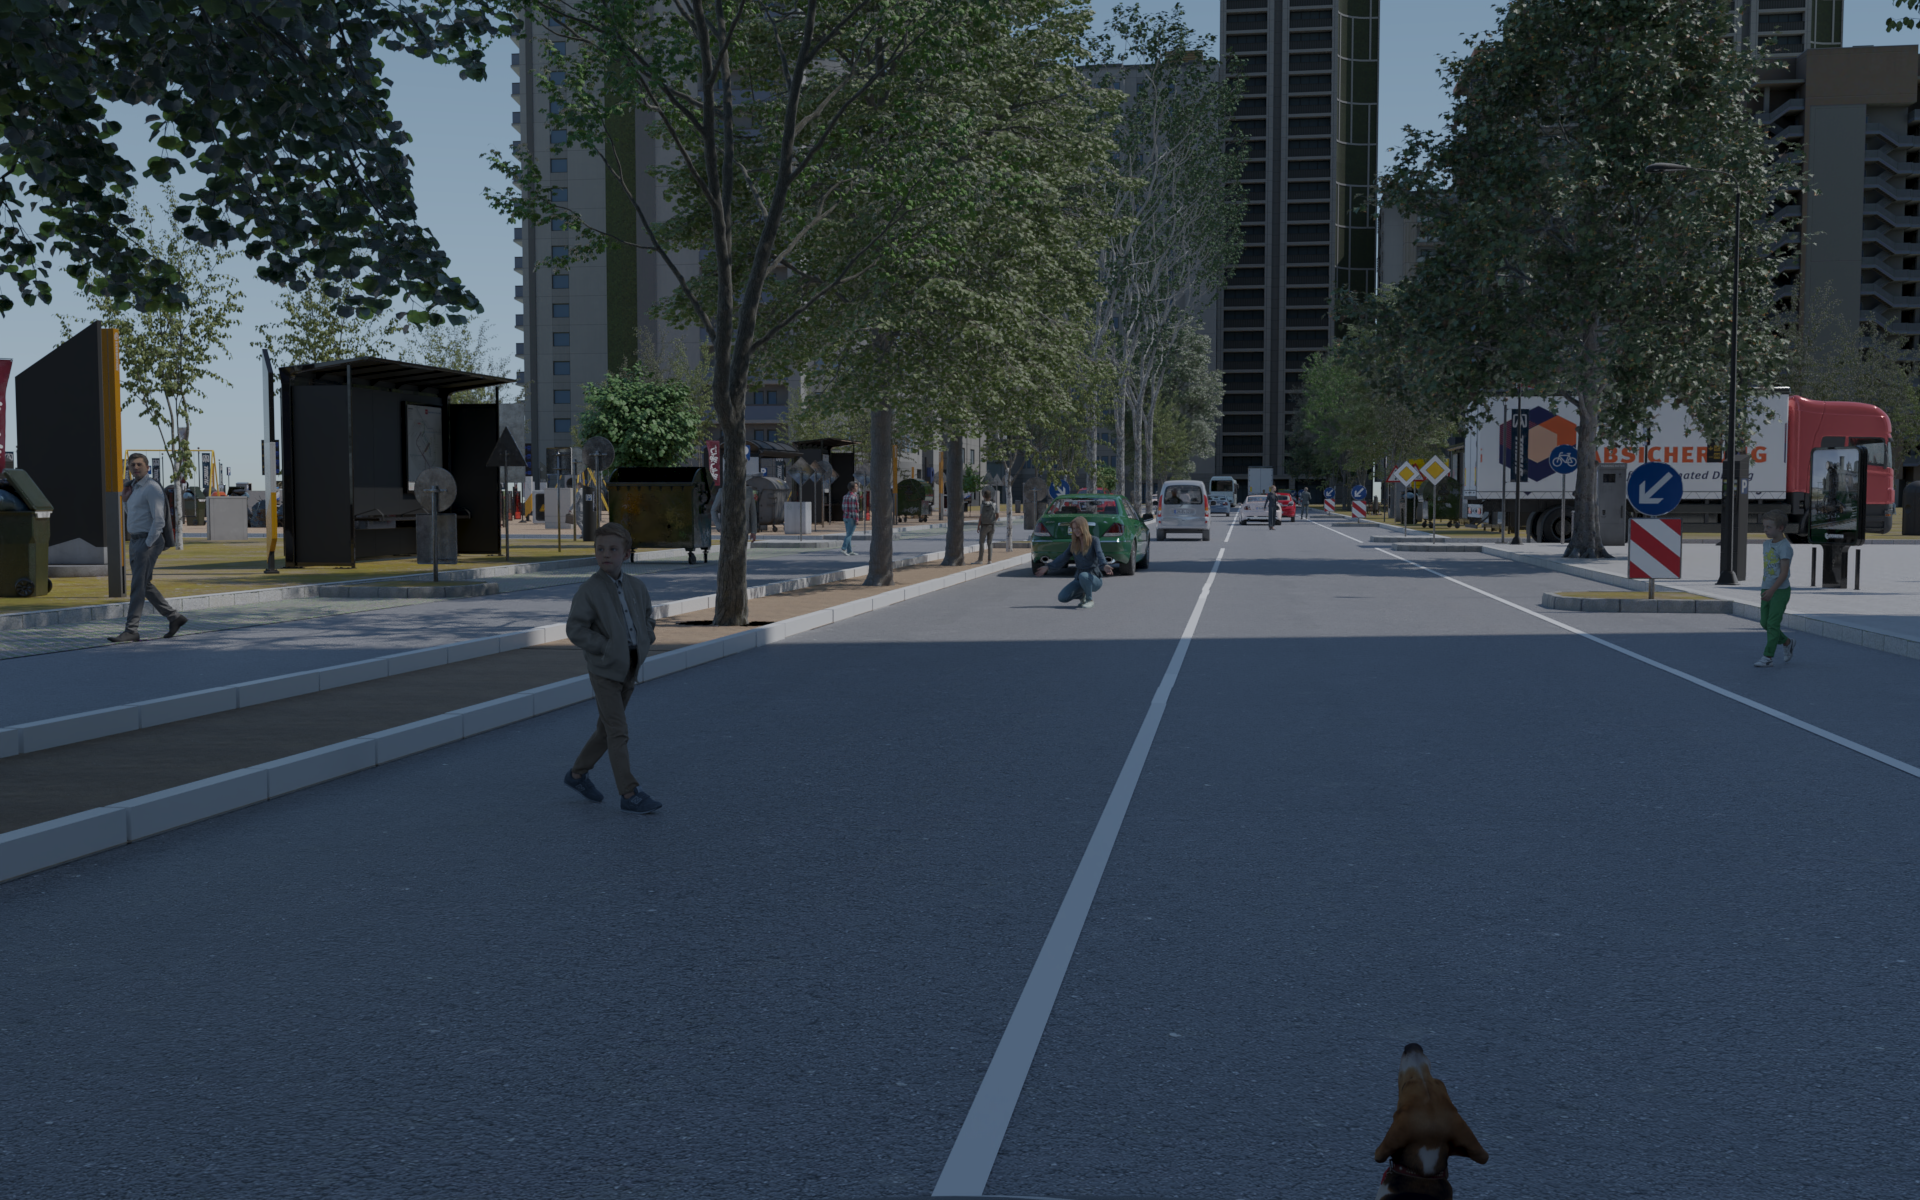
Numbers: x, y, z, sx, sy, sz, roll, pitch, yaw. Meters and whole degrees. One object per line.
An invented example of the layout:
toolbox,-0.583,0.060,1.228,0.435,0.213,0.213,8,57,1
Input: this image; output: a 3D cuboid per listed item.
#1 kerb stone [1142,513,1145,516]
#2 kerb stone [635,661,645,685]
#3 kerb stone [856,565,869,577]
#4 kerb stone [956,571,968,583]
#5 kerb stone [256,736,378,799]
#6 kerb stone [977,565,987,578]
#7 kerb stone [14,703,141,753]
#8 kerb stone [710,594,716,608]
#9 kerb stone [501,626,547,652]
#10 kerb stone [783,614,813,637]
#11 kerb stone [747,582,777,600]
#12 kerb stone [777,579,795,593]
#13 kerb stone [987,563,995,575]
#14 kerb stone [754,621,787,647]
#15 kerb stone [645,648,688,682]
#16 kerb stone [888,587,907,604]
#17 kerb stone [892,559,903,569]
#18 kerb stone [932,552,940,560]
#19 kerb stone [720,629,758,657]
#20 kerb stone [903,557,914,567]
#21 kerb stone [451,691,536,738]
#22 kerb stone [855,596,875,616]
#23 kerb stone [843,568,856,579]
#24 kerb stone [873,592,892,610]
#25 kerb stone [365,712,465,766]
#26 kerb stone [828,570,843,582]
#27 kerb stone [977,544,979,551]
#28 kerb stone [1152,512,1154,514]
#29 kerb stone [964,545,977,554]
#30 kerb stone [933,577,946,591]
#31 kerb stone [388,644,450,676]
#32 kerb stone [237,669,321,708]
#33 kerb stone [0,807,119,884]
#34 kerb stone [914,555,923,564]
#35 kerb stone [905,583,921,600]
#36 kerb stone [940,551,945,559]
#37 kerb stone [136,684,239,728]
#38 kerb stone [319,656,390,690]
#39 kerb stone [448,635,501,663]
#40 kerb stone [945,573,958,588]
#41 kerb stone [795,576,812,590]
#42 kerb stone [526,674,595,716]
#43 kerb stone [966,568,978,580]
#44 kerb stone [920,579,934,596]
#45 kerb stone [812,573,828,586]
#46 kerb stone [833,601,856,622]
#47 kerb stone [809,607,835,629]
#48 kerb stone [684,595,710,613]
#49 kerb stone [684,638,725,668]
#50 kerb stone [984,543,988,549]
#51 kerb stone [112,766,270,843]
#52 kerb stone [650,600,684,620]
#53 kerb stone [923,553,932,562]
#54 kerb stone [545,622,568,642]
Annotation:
kerb stone,12.654,-5.848,117.817,0.120,0.150,1.000,1,4,9
kerb stone,-2.553,0.584,12.665,0.120,0.150,1.000,1,4,9
kerb stone,-1.780,-0.484,30.199,0.120,0.150,1.000,1,4,9
kerb stone,-0.057,-0.341,27.821,0.120,0.150,1.000,1,4,9
kerb stone,-3.215,0.836,8.623,0.120,0.150,1.000,1,4,9
kerb stone,0.285,-0.468,29.842,0.120,0.150,1.000,1,4,9
kerb stone,-5.114,0.746,10.001,0.120,0.150,1.000,1,4,9
kerb stone,-3.110,0.007,22.119,0.120,0.150,1.000,1,4,9
kerb stone,-4.111,0.379,16.069,0.120,0.150,1.000,1,4,9
kerb stone,-1.715,0.274,17.716,0.120,0.150,1.000,1,4,9
kerb stone,-2.781,-0.118,24.141,0.120,0.150,1.000,1,4,9
kerb stone,-2.621,-0.181,25.152,0.120,0.150,1.000,1,4,9
kerb stone,0.449,-0.528,30.853,0.120,0.150,1.000,1,4,9
kerb stone,-1.877,0.336,16.697,0.120,0.150,1.000,1,4,9
kerb stone,-2.382,0.521,13.673,0.120,0.150,1.000,1,4,9
kerb stone,-0.890,-0.036,22.779,0.120,0.150,1.000,1,4,9
kerb stone,-1.293,-0.673,33.237,0.120,0.150,1.000,1,4,9
kerb stone,-0.626,-0.921,37.275,0.120,0.150,1.000,1,4,9
kerb stone,-2.049,0.398,15.690,0.120,0.150,1.000,1,4,9
kerb stone,-1.116,-0.731,34.244,0.120,0.150,1.000,1,4,9
kerb stone,-2.882,0.709,10.643,0.120,0.150,1.000,1,4,9
kerb stone,-1.218,0.088,20.760,0.120,0.150,1.000,1,4,9
kerb stone,-1.958,-0.425,29.187,0.120,0.150,1.000,1,4,9
kerb stone,-1.046,0.029,21.768,0.120,0.150,1.000,1,4,9
kerb stone,-3.047,0.774,9.634,0.120,0.150,1.000,1,4,9
kerb stone,-2.126,-0.366,28.179,0.120,0.150,1.000,1,4,9
kerb stone,0.387,-1.293,43.355,0.120,0.150,1.000,1,4,9
kerb stone,14.161,-6.401,126.939,0.120,0.150,1.000,1,4,9
kerb stone,0.215,-1.233,42.347,0.120,0.150,1.000,1,4,9
kerb stone,-0.386,-0.221,25.803,0.120,0.150,1.000,1,4,9
kerb stone,-4.445,0.500,14.049,0.120,0.150,1.000,1,4,9
kerb stone,-4.774,0.622,12.031,0.120,0.150,1.000,1,4,9
kerb stone,-3.550,0.955,6.600,0.120,0.150,1.000,1,4,9
kerb stone,-0.958,-0.791,35.258,0.120,0.150,1.000,1,4,9
kerb stone,-0.716,-0.097,23.786,0.120,0.150,1.000,1,4,9
kerb stone,-0.448,-0.984,38.286,0.120,0.150,1.000,1,4,9
kerb stone,-4.948,0.684,11.019,0.120,0.150,1.000,1,4,9
kerb stone,-4.611,0.564,13.040,0.120,0.150,1.000,1,4,9
kerb stone,-4.278,0.437,15.057,0.120,0.150,1.000,1,4,9
kerb stone,-0.217,-0.276,26.811,0.120,0.150,1.000,1,4,9
kerb stone,-2.454,-0.242,26.160,0.120,0.150,1.000,1,4,9
kerb stone,-2.718,0.645,11.651,0.120,0.150,1.000,1,4,9
kerb stone,0.117,-0.406,28.833,0.120,0.150,1.000,1,4,9
kerb stone,-0.549,-0.159,24.794,0.120,0.150,1.000,1,4,9
kerb stone,-2.285,-0.304,27.169,0.120,0.150,1.000,1,4,9
kerb stone,-1.380,0.150,19.745,0.120,0.150,1.000,1,4,9
kerb stone,-1.556,0.216,18.736,0.120,0.150,1.000,1,4,9
kerb stone,-3.284,0.066,21.112,0.120,0.150,1.000,1,4,9
kerb stone,-2.217,0.460,14.681,0.120,0.150,1.000,1,4,9
kerb stone,0.545,-1.353,44.367,0.120,0.150,1.000,1,4,9
kerb stone,-3.380,0.895,7.615,0.120,0.150,1.000,1,4,9
kerb stone,-3.448,0.128,20.103,0.120,0.150,1.000,1,4,9
kerb stone,-0.791,-0.861,36.266,0.120,0.150,1.000,1,4,9
kerb stone,-3.946,0.313,17.078,0.120,0.150,1.000,1,4,9
